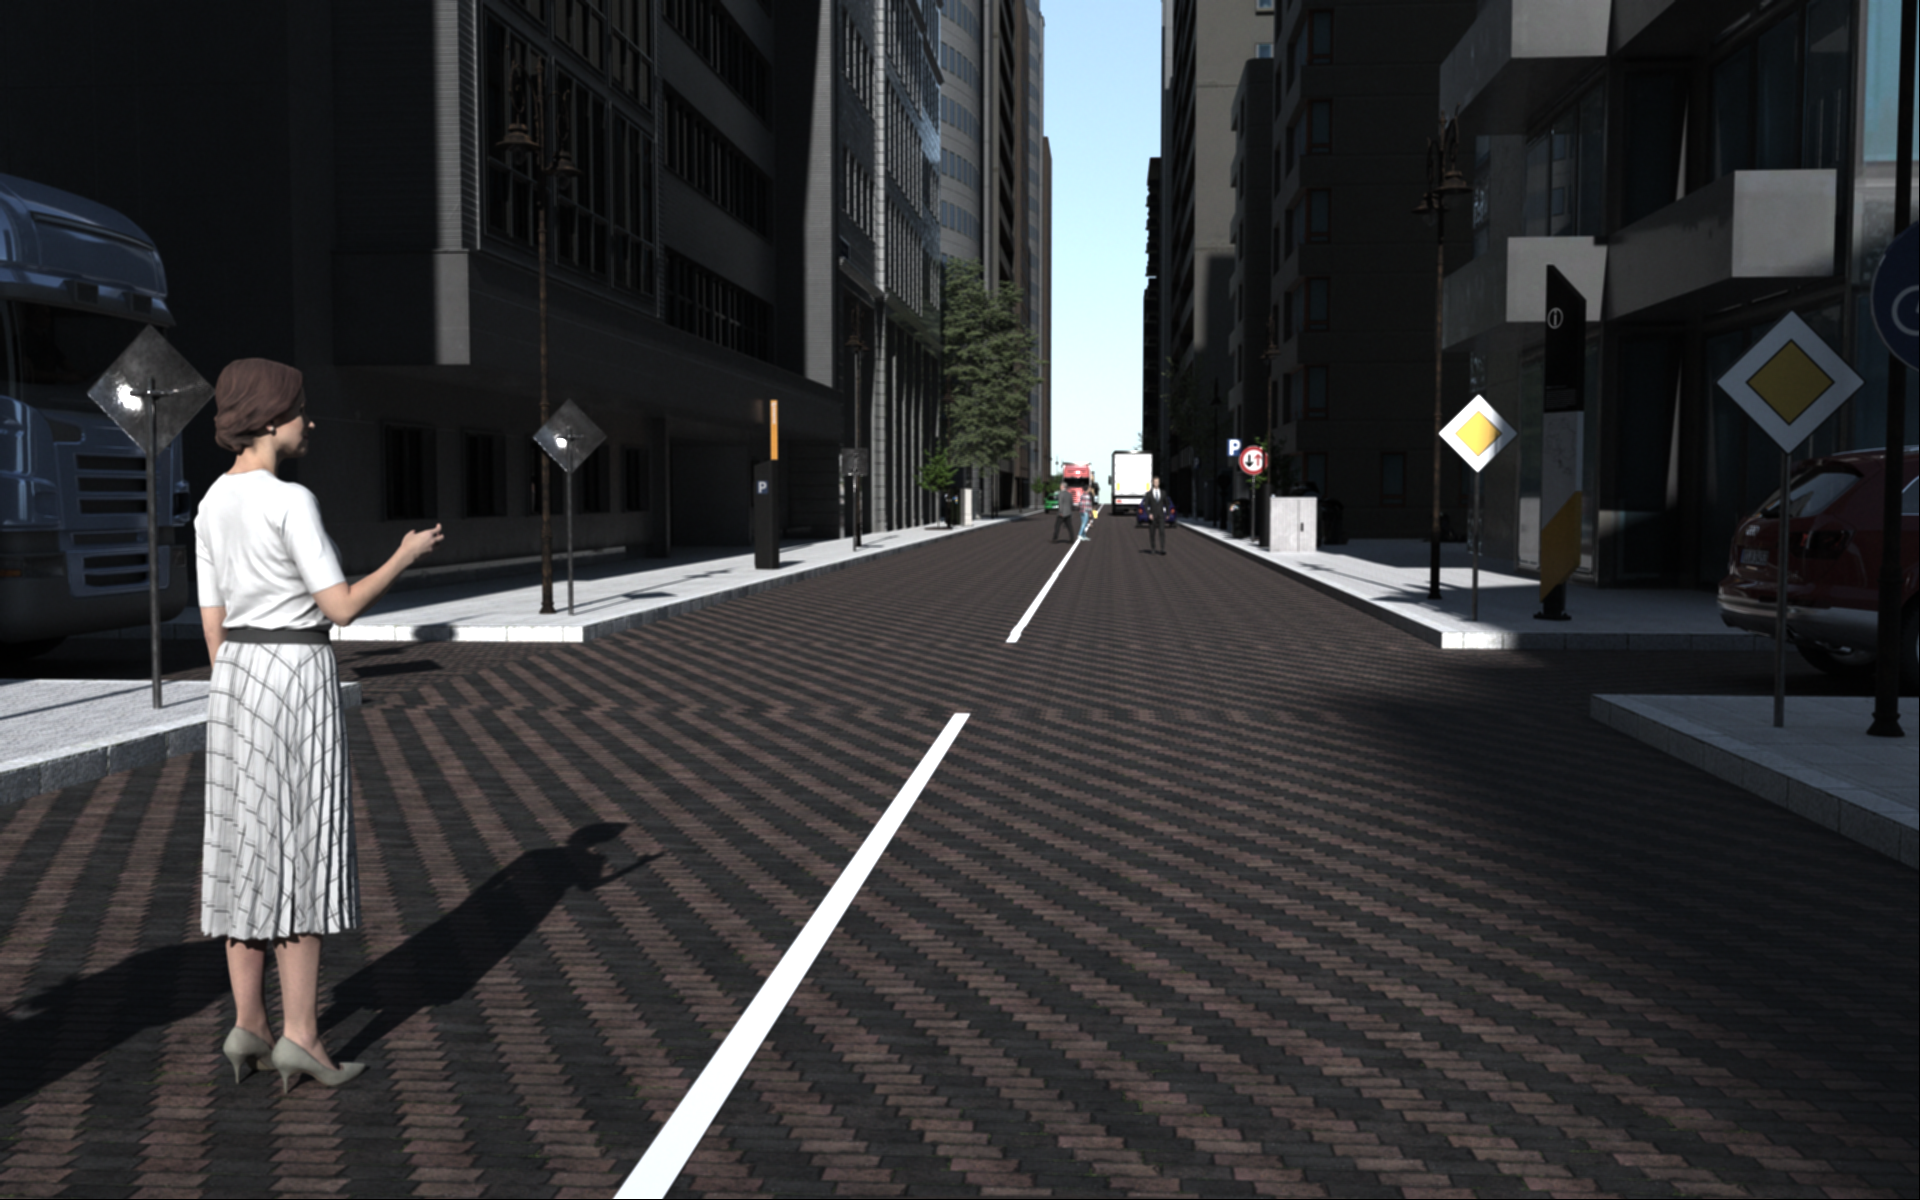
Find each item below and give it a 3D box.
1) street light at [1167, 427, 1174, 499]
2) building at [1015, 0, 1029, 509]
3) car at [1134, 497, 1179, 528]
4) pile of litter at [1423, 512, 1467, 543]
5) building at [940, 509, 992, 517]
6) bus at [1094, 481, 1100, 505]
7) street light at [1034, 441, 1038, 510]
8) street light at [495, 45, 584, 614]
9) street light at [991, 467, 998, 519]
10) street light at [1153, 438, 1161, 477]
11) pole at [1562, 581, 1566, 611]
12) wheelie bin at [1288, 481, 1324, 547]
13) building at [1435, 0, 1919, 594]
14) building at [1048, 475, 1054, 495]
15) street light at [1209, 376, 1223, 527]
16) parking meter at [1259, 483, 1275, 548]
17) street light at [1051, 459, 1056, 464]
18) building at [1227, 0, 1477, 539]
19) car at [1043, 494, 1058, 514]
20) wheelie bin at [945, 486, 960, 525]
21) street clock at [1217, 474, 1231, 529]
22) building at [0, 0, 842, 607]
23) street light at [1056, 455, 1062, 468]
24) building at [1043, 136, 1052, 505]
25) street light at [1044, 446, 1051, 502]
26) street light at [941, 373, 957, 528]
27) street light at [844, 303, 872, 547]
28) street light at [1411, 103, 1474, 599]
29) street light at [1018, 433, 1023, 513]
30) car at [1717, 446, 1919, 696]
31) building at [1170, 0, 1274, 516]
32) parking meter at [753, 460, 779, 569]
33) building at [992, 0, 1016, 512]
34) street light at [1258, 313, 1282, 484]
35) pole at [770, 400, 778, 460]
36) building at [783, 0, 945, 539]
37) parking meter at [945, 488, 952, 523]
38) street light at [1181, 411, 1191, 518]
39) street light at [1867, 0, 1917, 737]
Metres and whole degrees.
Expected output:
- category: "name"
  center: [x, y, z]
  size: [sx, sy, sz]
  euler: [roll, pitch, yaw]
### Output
- category: "street light"
  center: [14.545, -8.996, 119.866]
  size: [0.468, 5.910, 1.993]
  euler: [0, 4, 5]
- category: "building"
  center: [-1.244, -30.610, 150.583]
  size: [14.600, 45.320, 14.200]
  euler: [0, 4, 5]
- category: "car"
  center: [8.443, -3.788, 74.517]
  size: [1.945, 1.354, 3.894]
  euler: [0, 4, 6]
- category: "pile of litter"
  center: [13.047, -1.983, 46.379]
  size: [1.176, 0.858, 1.719]
  euler: [-1, 4, -10]
- category: "building"
  center: [-9.372, -34.577, 107.338]
  size: [21.231, 58.520, 28.212]
  euler: [0, 4, 5]
- category: "bus"
  center: [17.816, -14.915, 238.712]
  size: [2.948, 3.499, 13.247]
  euler: [0, 4, 5]
- category: "street light"
  center: [6.267, -10.384, 142.560]
  size: [0.468, 5.910, 1.993]
  euler: [0, 4, 5]
- category: "street light"
  center: [-4.436, -2.793, 18.458]
  size: [0.468, 5.910, 1.993]
  euler: [0, 4, 5]
- category: "street light"
  center: [2.003, -7.459, 94.745]
  size: [0.468, 5.910, 1.993]
  euler: [0, 4, 5]
- category: "street light"
  center: [16.430, -10.434, 143.388]
  size: [0.468, 5.910, 1.993]
  euler: [0, 4, 5]
- category: "pole"
  center: [6.592, -1.539, 19.009]
  size: [0.158, 3.312, 0.155]
  euler: [0, 3, 0]
- category: "wheelie bin"
  center: [8.342, -2.075, 41.838]
  size: [0.693, 1.594, 0.980]
  euler: [-3, 5, -39]
- category: "building"
  center: [22.897, -24.816, 25.351]
  size: [30.456, 49.044, 23.786]
  euler: [0, 4, 5]
- category: "building"
  center: [2.229, -48.399, 229.571]
  size: [20.563, 71.187, 20.611]
  euler: [0, 4, 5]
- category: "street light"
  center: [10.039, -5.825, 68.024]
  size: [0.468, 5.910, 1.993]
  euler: [0, 4, 5]
- category: "parking meter"
  center: [7.378, -2.029, 41.587]
  size: [0.372, 1.533, 0.369]
  euler: [0, 3, 0]
- category: "street light"
  center: [9.294, -12.550, 177.976]
  size: [0.468, 5.910, 1.993]
  euler: [0, 4, 5]
- category: "building"
  center: [24.667, -13.294, 62.391]
  size: [27.650, 21.520, 28.899]
  euler: [0, 4, 5]
- category: "car"
  center: [7.199, -7.326, 128.580]
  size: [1.959, 1.807, 4.718]
  euler: [0, 4, 5]
- category: "wheelie bin"
  center: [-0.185, -3.881, 71.360]
  size: [0.693, 1.594, 0.980]
  euler: [-1, 4, -23]
- category: "street clock"
  center: [9.574, -3.567, 62.883]
  size: [0.471, 2.002, 0.358]
  euler: [3, 4, 38]
- category: "building"
  center: [-11.613, -13.150, 34.065]
  size: [14.314, 24.678, 30.058]
  euler: [0, 4, 5]
- category: "street light"
  center: [11.291, -13.996, 201.615]
  size: [0.468, 5.910, 1.993]
  euler: [0, 4, 5]
- category: "building"
  center: [4.092, -34.413, 212.762]
  size: [14.600, 45.320, 14.200]
  euler: [0, 4, 5]
- category: "street light"
  center: [8.203, -11.832, 166.242]
  size: [0.468, 5.910, 1.993]
  euler: [0, 4, 5]
- category: "street light"
  center: [-0.424, -5.708, 66.111]
  size: [0.468, 5.910, 1.993]
  euler: [0, 4, 5]
- category: "street light"
  center: [-2.468, -4.232, 41.973]
  size: [0.468, 5.910, 1.993]
  euler: [0, 4, 5]
- category: "street light"
  center: [5.809, -2.950, 21.019]
  size: [0.468, 5.910, 1.993]
  euler: [0, 4, 5]
- category: "street light"
  center: [4.156, -8.935, 118.879]
  size: [0.468, 5.910, 1.993]
  euler: [0, 4, 5]
- category: "car"
  center: [8.423, -0.243, 12.644]
  size: [5.304, 1.827, 2.281]
  euler: [0, 4, 5]
- category: "building"
  center: [26.632, -30.789, 127.100]
  size: [21.300, 48.544, 21.600]
  euler: [0, 4, 5]
- category: "parking meter"
  center: [-3.310, -1.460, 29.581]
  size: [0.399, 1.863, 0.255]
  euler: [2, 4, 28]
- category: "building"
  center: [-6.984, -31.112, 132.389]
  size: [21.300, 48.544, 21.600]
  euler: [0, 4, 5]
- category: "street light"
  center: [7.950, -4.387, 44.519]
  size: [0.468, 5.910, 1.993]
  euler: [0, 4, 5]
- category: "pole"
  center: [-4.033, -2.678, 37.633]
  size: [0.158, 3.312, 0.155]
  euler: [0, 3, 0]
- category: "building"
  center: [-7.515, -17.495, 63.543]
  size: [11.434, 29.767, 29.804]
  euler: [0, 4, 5]
- category: "parking meter"
  center: [-0.481, -4.132, 75.977]
  size: [0.372, 1.533, 0.369]
  euler: [0, 3, 0]
- category: "street light"
  center: [12.481, -7.550, 96.237]
  size: [0.468, 5.910, 1.993]
  euler: [0, 4, 5]
- category: "street light"
  center: [4.928, -2.217, 9.043]
  size: [0.468, 5.910, 1.993]
  euler: [0, 4, 5]
